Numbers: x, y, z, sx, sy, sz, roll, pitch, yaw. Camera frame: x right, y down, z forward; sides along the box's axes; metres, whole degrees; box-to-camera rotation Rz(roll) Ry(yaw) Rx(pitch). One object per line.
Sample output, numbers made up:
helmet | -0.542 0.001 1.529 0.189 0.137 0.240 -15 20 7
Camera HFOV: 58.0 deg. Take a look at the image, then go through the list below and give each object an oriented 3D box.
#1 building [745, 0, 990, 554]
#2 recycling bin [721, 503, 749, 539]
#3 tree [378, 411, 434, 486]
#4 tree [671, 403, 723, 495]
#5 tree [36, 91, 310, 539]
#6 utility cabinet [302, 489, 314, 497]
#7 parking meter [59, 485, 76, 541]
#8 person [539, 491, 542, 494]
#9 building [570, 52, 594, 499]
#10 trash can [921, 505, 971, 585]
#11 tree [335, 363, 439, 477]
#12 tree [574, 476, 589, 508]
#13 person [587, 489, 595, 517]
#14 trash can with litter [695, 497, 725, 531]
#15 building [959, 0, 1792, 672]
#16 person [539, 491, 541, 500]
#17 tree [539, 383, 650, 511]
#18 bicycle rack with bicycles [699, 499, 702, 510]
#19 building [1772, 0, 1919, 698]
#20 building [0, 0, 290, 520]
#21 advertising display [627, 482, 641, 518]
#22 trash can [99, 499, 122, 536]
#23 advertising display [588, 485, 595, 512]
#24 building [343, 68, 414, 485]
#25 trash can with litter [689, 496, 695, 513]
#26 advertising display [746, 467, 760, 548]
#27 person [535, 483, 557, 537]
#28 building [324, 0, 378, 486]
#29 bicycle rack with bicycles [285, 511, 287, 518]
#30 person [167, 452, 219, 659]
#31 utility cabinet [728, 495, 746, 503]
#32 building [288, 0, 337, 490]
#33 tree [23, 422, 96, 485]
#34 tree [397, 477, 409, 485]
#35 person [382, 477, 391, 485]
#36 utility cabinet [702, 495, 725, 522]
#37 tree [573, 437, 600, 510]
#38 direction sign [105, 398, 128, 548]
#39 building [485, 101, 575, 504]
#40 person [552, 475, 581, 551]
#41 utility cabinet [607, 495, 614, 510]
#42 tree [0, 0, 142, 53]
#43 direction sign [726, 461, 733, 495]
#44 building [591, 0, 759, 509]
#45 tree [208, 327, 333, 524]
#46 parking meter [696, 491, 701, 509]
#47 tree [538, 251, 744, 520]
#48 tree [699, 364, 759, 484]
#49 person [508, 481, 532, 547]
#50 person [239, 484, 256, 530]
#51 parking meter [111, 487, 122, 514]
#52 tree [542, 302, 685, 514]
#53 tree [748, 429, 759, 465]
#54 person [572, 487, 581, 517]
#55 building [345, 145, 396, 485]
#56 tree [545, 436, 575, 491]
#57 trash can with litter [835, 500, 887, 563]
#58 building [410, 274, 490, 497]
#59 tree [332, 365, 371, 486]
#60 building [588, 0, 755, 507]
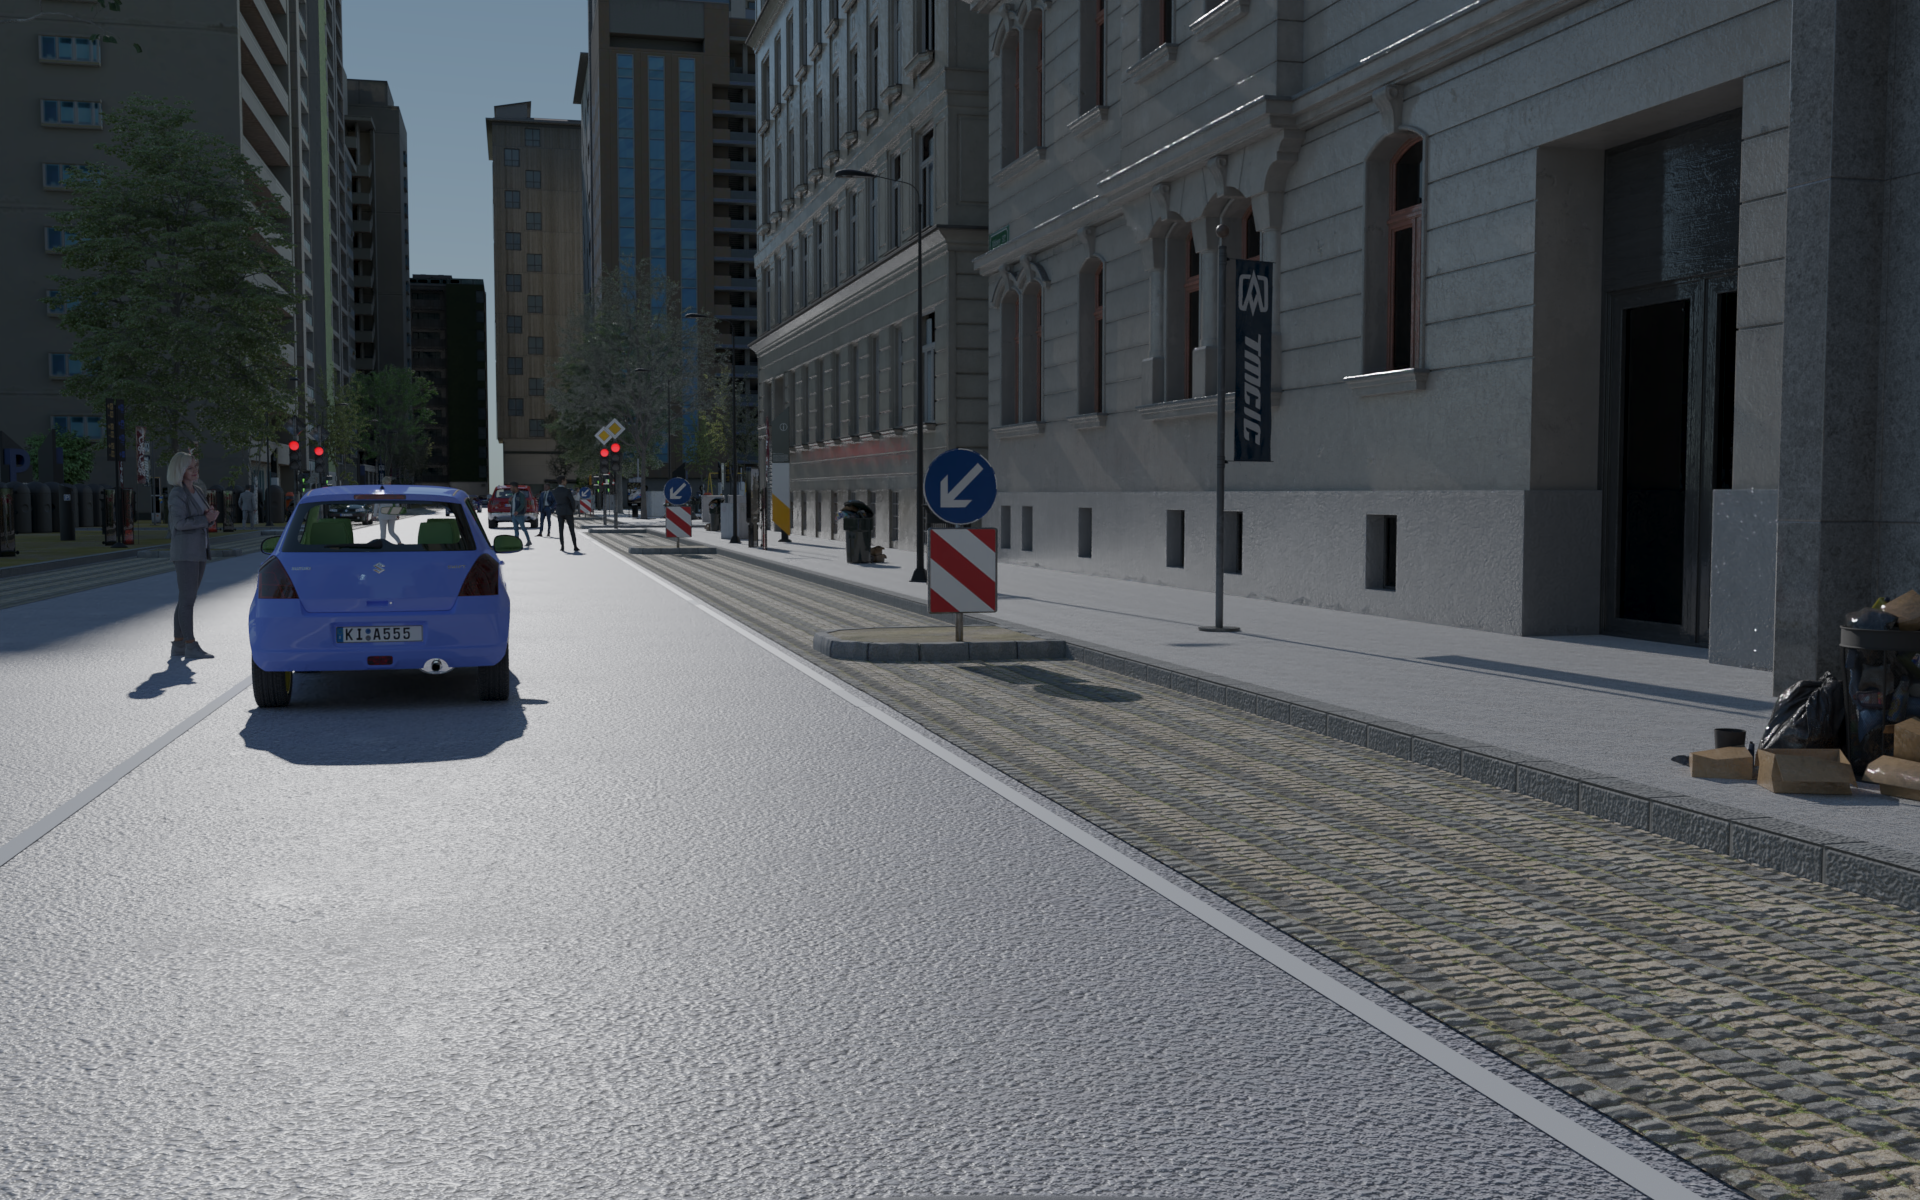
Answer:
building | 3.236 -13.270 50.248 16.112 22.955 30.059 -1 4 -14
recycling bin | -6.339 -2.256 49.439 0.722 1.027 0.722 3 4 37
tree | -50.209 -12.680 157.686 4.360 8.622 3.978 0 3 0
tree | -20.245 -11.328 135.574 4.737 8.622 4.395 0 3 0
tree | -22.565 -8.062 49.938 7.486 12.596 7.792 0 3 0
utility cabinet | -31.244 -4.561 83.246 0.318 1.500 1.173 -3 5 -43
parking meter | -24.567 -2.400 47.651 0.372 1.533 0.369 0 3 0
person | -46.205 -11.163 191.035 1.348 1.821 0.705 0 4 -8
building | -30.776 -37.773 206.825 28.713 52.752 27.495 -1 4 -14
trash can | -0.149 -0.715 23.339 0.748 1.137 0.748 0 3 0
tree | -45.118 -12.871 136.188 9.928 11.665 9.643 0 3 0
tree | -35.271 -10.140 160.383 1.663 3.219 1.824 0 3 0
person | -20.925 -5.427 98.231 0.512 1.701 0.522 1 4 12
trash can with litter | -8.531 -2.959 59.768 0.624 1.170 1.055 -2 4 -34
building | 9.207 -14.440 23.481 14.401 28.519 23.554 -1 4 -14
person | -43.636 -10.425 179.744 0.721 1.735 1.217 0 4 5
tree | -27.862 -12.162 133.269 8.767 10.594 7.601 -2 4 -23
bicycle rack with bicycles | -20.658 -7.809 141.063 2.852 0.926 2.925 0 4 -3
building | 13.431 -11.258 2.095 12.078 24.808 19.932 -1 4 -14
building | -48.262 -28.655 92.206 21.300 48.544 21.600 -1 4 -14
advertising display | -17.745 -5.464 94.556 0.974 1.923 0.123 2 4 30
trash can | -25.642 -2.493 52.419 0.748 1.137 0.748 0 3 0
advertising display | -26.011 -7.157 122.230 0.123 1.923 0.974 -2 4 -33
building | -74.581 -35.148 198.375 21.600 48.544 21.300 -1 4 -14
trash can with litter | -17.108 -6.215 113.001 1.055 1.170 0.624 -3 5 -39
advertising display | -4.997 -2.239 41.821 0.123 1.923 0.974 0 4 6
person | -13.934 -3.034 58.292 0.721 1.800 0.419 1 4 9
building | -61.209 -43.354 147.094 20.563 71.187 20.611 -1 4 -14
bicycle rack with bicycles | -33.960 -4.313 83.893 2.925 0.926 2.852 0 4 8
person | -6.740 -0.405 15.300 0.526 1.800 0.537 1 4 9
utility cabinet | -11.874 -4.982 92.613 1.020 1.237 0.306 -2 4 -29
building | -51.129 -26.589 118.325 14.154 41.232 14.086 -1 4 -14
tree | -41.241 -5.852 79.387 4.285 4.588 4.351 0 3 0
tree | -55.891 -11.009 174.605 1.663 3.219 1.824 0 3 0
person | -13.453 -1.984 40.813 0.818 1.842 0.514 2 4 30
utility cabinet | -11.186 -4.122 78.556 1.020 1.237 0.306 -1 4 -18
tree | -29.742 -11.607 140.144 4.737 8.622 4.395 0 3 0
direction sign | -20.057 -3.010 41.205 0.379 3.537 0.876 0 4 -1
building | -51.570 -39.954 242.485 27.495 52.752 28.713 -1 4 -14
person | -9.950 -2.192 43.695 0.648 1.900 0.474 0 4 5
utility cabinet | -28.070 -7.815 138.930 1.020 1.237 0.306 0 4 -8
tree | -17.397 -10.338 24.912 12.611 20.169 13.585 0 3 0
direction sign | -15.460 -7.635 116.832 0.876 3.537 0.379 2 4 33
building | -25.536 -30.916 155.594 14.600 45.320 14.200 -1 4 -14
tree | -29.990 -7.544 73.704 4.737 8.622 4.395 0 3 0
parking meter | -22.313 -8.529 147.853 0.372 1.533 0.369 0 3 0
tree | -16.089 -10.837 87.555 12.009 13.543 11.850 0 3 0
tree | -12.730 -9.015 97.761 4.360 8.622 3.978 0 3 0
person | -12.054 -2.348 47.236 0.623 1.781 0.721 2 4 32
person | -26.173 -3.355 63.632 0.678 1.792 0.850 0 4 -7
parking meter | -28.293 -3.040 58.117 0.372 1.533 0.369 0 3 0
tree | -22.630 -12.671 113.831 9.857 13.997 8.962 0 3 0
tree | -14.759 -11.587 139.814 4.737 8.622 4.395 0 3 0
person | -21.974 -5.534 99.075 0.850 1.850 0.679 2 4 27
building | -72.610 -29.182 169.001 32.217 40.220 23.993 -1 4 -14
tree | -49.864 -16.283 216.595 4.360 8.622 3.978 0 3 0
trash can with litter | -1.818 -1.276 32.251 0.624 1.170 1.055 2 4 26
building | -70.227 -28.090 230.977 14.107 30.474 14.160 -1 4 -14
tree | -34.988 -8.981 97.210 4.737 8.622 4.395 0 3 0
building | -27.167 -38.869 177.509 21.231 58.520 28.212 -1 4 -14
